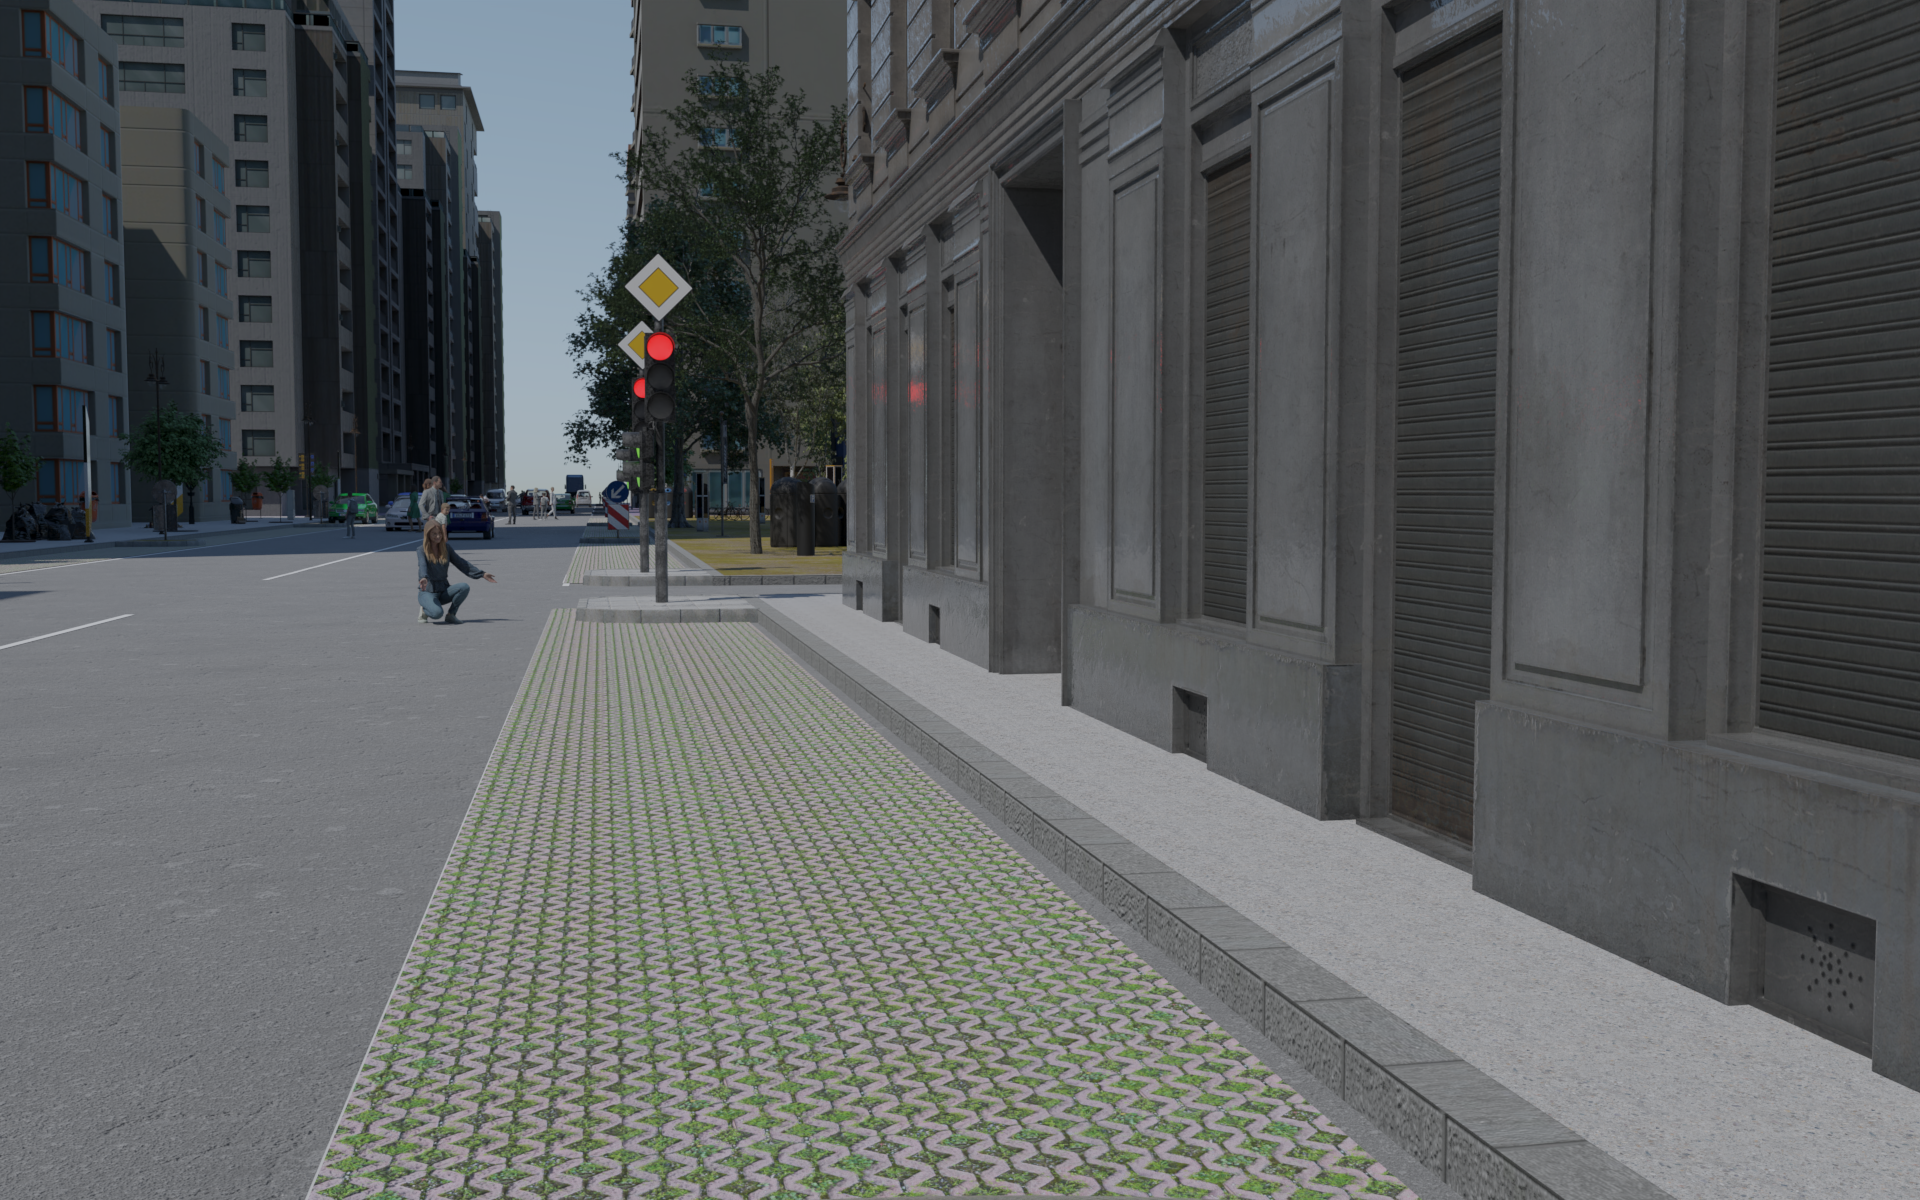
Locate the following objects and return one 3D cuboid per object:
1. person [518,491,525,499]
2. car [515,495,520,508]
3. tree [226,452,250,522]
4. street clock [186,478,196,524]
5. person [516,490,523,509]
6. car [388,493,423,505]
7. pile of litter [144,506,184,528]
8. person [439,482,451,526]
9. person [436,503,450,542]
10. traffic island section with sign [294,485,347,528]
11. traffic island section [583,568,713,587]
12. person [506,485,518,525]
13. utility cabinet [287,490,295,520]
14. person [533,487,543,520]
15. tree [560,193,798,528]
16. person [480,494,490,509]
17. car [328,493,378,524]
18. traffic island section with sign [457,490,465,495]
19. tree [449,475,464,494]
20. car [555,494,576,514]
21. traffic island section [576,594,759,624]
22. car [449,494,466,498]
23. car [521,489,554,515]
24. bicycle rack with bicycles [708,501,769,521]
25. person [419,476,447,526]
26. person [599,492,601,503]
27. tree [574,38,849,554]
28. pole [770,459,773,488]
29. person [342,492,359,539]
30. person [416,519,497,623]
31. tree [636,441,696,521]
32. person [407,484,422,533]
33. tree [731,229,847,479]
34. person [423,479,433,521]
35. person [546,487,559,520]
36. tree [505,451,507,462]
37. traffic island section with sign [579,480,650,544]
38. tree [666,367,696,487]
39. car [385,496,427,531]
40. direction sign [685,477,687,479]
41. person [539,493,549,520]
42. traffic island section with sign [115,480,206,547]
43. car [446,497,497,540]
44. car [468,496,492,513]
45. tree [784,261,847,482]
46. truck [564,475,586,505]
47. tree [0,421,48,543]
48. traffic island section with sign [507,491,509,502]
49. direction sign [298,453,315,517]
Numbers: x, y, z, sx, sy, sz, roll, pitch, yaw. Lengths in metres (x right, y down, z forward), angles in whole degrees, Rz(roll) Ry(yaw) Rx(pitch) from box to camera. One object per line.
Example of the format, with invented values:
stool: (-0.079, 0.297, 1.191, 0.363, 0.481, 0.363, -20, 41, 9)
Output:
person: (-40.924, -9.387, 162.705, 1.217, 1.736, 0.721, 0, 4, -1)
car: (-43.479, -9.766, 172.034, 2.083, 1.381, 4.827, -1, 4, -11)
tree: (-33.130, -5.226, 80.044, 1.663, 3.219, 1.824, 0, 3, 0)
street clock: (-32.643, -4.218, 73.537, 0.471, 2.002, 0.358, -3, 5, -39)
person: (-41.998, -9.639, 166.174, 1.350, 1.814, 0.705, -2, 4, -25)
car: (-24.052, -4.063, 76.029, 1.945, 1.707, 3.694, -1, 4, -13)
pile of litter: (-30.141, -3.142, 65.336, 1.719, 0.858, 1.176, 2, 4, 26)
person: (-14.415, -2.401, 47.996, 0.600, 1.795, 0.529, -1, 4, -16)
person: (-10.338, -1.310, 34.604, 0.352, 1.250, 0.332, 0, 4, 1)
traffic island section with sign: (-27.529, -4.035, 74.598, 1.989, 1.847, 2.006, -1, 4, -12)
traffic island section: (-5.129, -0.369, 28.309, 2.009, 0.180, 2.903, -1, 4, -12)
person: (-21.143, -4.476, 81.482, 0.447, 1.846, 0.655, 2, 4, 30)
utility cabinet: (-33.378, -4.756, 86.437, 0.318, 1.500, 1.173, -1, 4, -17)
person: (-23.450, -5.348, 96.121, 0.526, 1.800, 0.537, -1, 4, -16)
tree: (-10.586, -9.083, 65.510, 9.611, 12.733, 9.660, 0, 3, 0)
person: (-28.517, -5.638, 103.874, 0.628, 1.438, 0.799, 0, 4, 0)
car: (-28.969, -4.519, 82.677, 1.959, 1.807, 4.718, -1, 4, -10)
traffic island section with sign: (-43.222, -8.656, 150.148, 1.989, 1.847, 2.006, -1, 4, -12)
tree: (-50.702, -11.004, 174.509, 1.663, 3.219, 1.824, 0, 3, 0)
car: (-29.185, -7.229, 126.983, 1.959, 1.807, 4.718, -1, 4, -11)
traffic island section: (-3.504, 0.110, 20.491, 2.009, 0.180, 2.903, -1, 4, -12)
car: (-30.971, -5.755, 106.095, 2.014, 1.417, 4.499, -1, 4, -10)
car: (-29.089, -6.771, 119.380, 2.281, 1.827, 5.304, -1, 4, -11)
bicycle rack with bicycles: (-11.159, -4.363, 84.721, 2.925, 0.926, 2.852, 1, 4, 21)
person: (-11.094, -1.709, 36.541, 0.391, 1.810, 0.635, 1, 4, 17)
person: (-49.634, -14.071, 239.236, 0.721, 1.739, 1.217, -2, 4, -35)
tree: (-4.641, -6.250, 36.594, 7.601, 10.594, 8.767, -3, 5, -40)
pole: (-10.928, -6.524, 100.502, 0.158, 3.312, 0.155, 0, 3, 0)
person: (-19.621, -2.730, 55.738, 0.523, 1.515, 0.503, -1, 4, -16)
person: (-5.645, -0.317, 19.176, 1.012, 1.151, 0.738, -3, 5, -41)
tree: (-14.261, -6.016, 82.076, 4.285, 4.588, 4.351, 0, 3, 0)
person: (-20.302, -3.406, 64.441, 0.529, 1.795, 0.600, 0, 4, -2)
tree: (-4.589, -5.970, 47.977, 4.360, 8.622, 3.978, 0, 3, 0)
person: (-12.443, -1.973, 41.039, 0.573, 1.790, 0.520, -2, 4, -30)
person: (-22.931, -5.438, 97.296, 0.818, 1.842, 0.514, -2, 4, -29)
tree: (-68.342, -18.568, 253.952, 4.360, 8.622, 3.978, 0, 3, 0)
traffic island section with sign: (-10.120, -2.571, 50.664, 1.989, 1.847, 2.006, -1, 4, -12)
tree: (-15.863, -8.752, 93.465, 4.360, 8.622, 3.978, 0, 3, 0)
car: (-21.550, -3.429, 68.429, 2.083, 1.381, 4.827, -1, 4, -12)
direction sign: (-14.170, -5.815, 87.071, 0.876, 3.537, 0.379, -2, 4, -24)
person: (-22.673, -5.088, 94.282, 0.523, 1.515, 0.503, 2, 4, 24)
traffic island section with sign: (-21.903, -2.382, 47.573, 1.989, 1.847, 2.006, -1, 4, -12)
car: (-15.858, -2.626, 55.518, 1.945, 1.354, 3.894, -1, 4, -13)
car: (-32.902, -6.443, 117.916, 1.945, 1.354, 3.894, -1, 4, -11)
tree: (-3.316, -6.292, 53.242, 4.737, 8.622, 4.395, 0, 3, 0)
truck: (-51.856, -14.842, 232.420, 2.967, 4.110, 18.799, -1, 4, -11)
tree: (-25.253, -3.135, 45.858, 1.663, 3.219, 1.824, 0, 3, 0)
traffic island section with sign: (-59.964, -13.580, 230.655, 1.989, 1.847, 2.006, -1, 4, -12)
direction sign: (-35.990, -6.328, 95.465, 0.876, 3.537, 0.379, 0, 4, 0)
